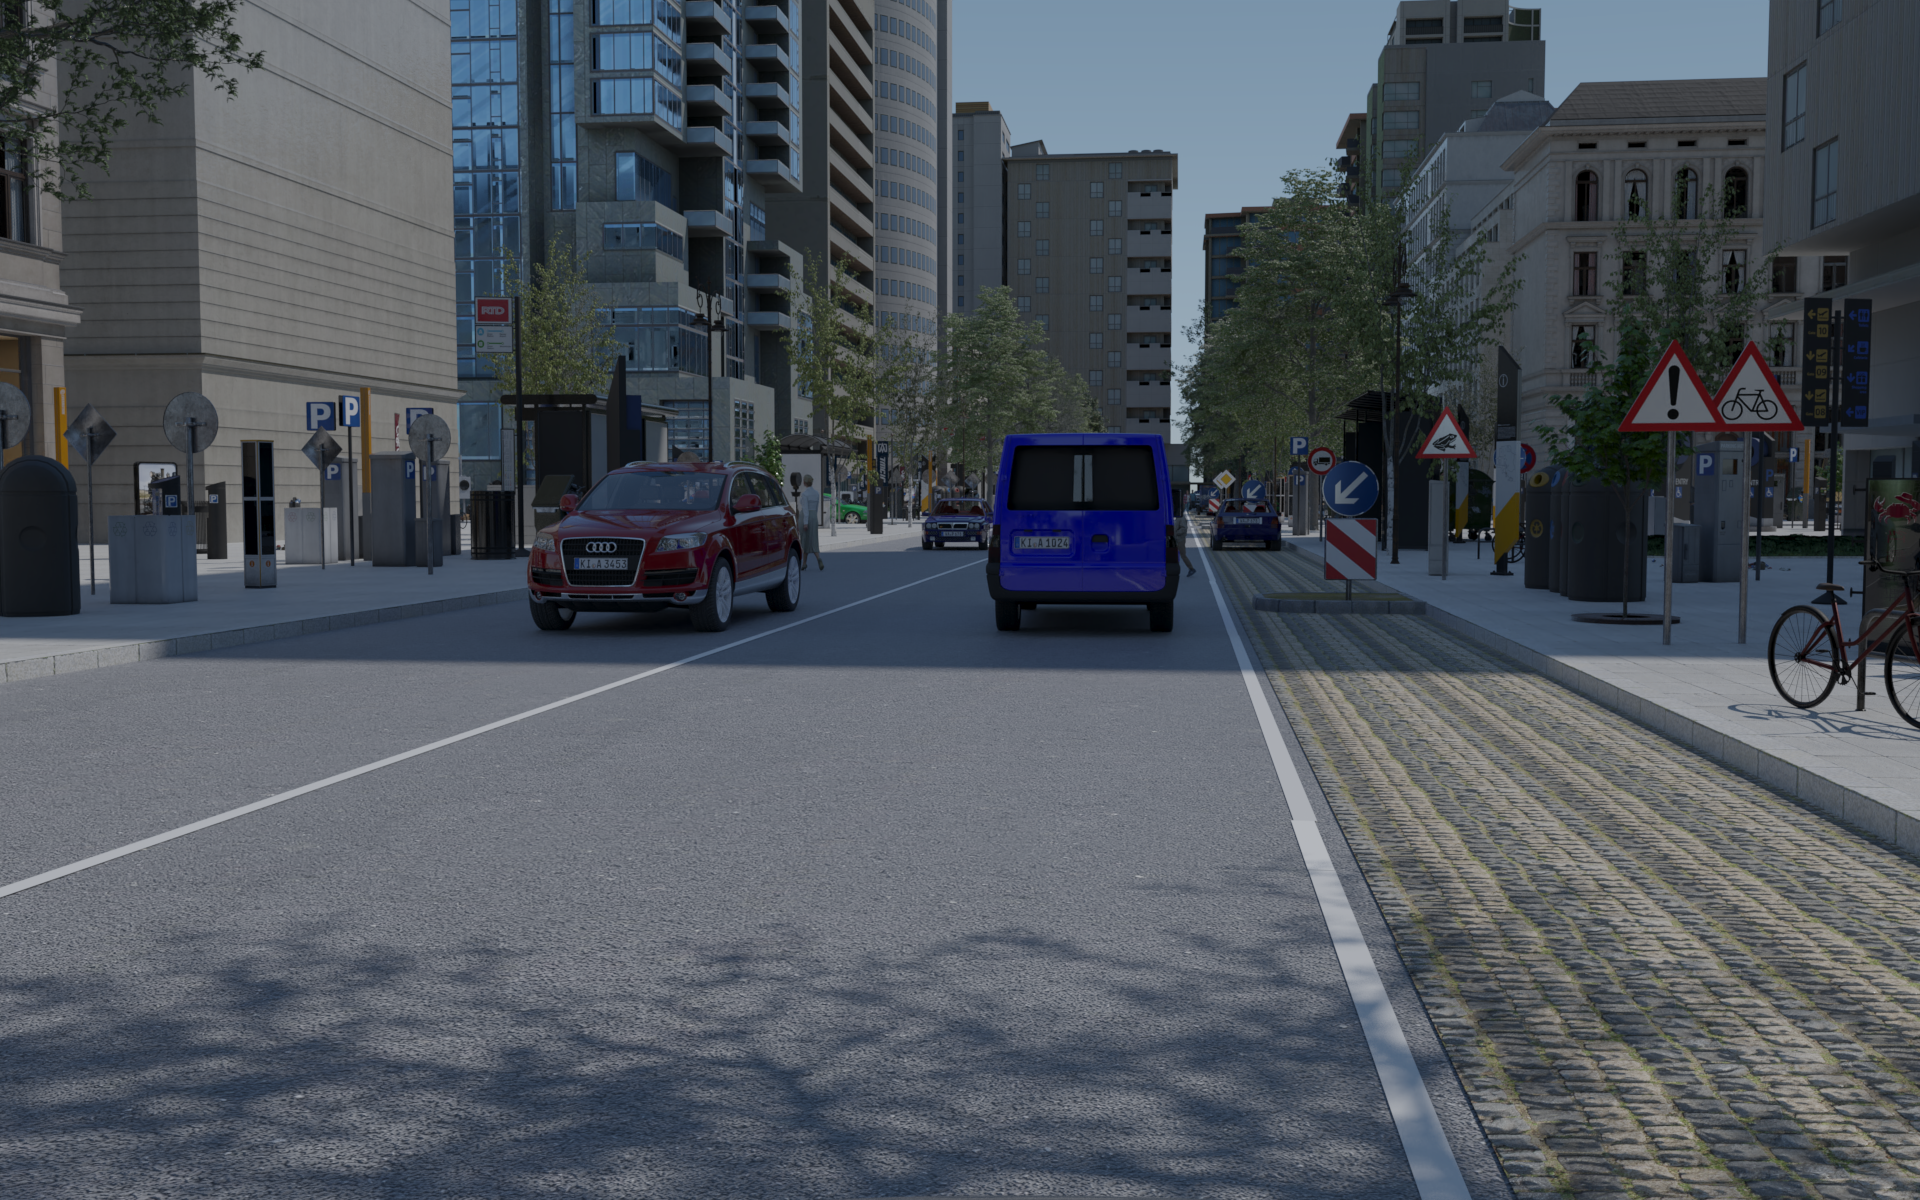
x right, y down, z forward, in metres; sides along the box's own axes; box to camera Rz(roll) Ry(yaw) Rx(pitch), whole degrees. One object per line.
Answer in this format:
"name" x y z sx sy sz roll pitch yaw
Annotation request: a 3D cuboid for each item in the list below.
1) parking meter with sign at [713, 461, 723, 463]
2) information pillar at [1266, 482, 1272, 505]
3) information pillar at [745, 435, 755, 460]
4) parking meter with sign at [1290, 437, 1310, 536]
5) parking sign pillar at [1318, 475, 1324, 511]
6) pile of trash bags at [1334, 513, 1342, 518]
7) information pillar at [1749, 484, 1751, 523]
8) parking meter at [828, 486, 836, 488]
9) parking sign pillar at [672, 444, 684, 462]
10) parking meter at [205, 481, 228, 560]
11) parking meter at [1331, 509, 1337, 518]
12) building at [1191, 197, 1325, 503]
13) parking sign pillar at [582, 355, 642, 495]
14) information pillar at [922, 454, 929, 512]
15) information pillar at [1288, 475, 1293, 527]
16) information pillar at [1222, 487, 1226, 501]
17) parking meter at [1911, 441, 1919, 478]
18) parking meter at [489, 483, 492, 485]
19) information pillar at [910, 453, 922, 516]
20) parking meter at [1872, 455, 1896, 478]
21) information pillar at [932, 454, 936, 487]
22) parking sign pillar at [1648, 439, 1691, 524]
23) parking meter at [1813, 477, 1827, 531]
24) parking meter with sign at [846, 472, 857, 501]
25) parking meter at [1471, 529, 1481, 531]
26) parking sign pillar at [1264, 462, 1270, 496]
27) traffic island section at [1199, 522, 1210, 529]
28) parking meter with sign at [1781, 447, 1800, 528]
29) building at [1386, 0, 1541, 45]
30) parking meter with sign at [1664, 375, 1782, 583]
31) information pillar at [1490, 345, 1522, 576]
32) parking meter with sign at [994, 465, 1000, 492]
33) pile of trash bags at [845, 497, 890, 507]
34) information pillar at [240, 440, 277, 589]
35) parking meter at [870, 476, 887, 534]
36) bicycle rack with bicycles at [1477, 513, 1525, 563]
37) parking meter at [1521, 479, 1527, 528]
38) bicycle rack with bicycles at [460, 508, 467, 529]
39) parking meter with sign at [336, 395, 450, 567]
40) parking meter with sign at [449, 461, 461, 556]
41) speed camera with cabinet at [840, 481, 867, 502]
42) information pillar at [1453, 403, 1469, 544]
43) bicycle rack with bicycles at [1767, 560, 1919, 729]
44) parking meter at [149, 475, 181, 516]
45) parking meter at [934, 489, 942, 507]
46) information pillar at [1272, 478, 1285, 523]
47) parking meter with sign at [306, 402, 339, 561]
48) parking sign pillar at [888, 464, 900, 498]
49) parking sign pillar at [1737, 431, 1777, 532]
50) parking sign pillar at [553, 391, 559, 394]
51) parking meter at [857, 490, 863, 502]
"parking meter with sign" -12.912 -5.692 89.318 0.543 3.016 1.738 2 4 25
"information pillar" 18.800 -6.155 105.129 0.304 2.012 0.304 -2 4 -34
"information pillar" -8.353 -4.742 68.892 0.504 3.616 0.183 3 5 43
"parking meter with sign" 10.576 -3.510 53.644 0.543 3.016 1.738 1 4 17
"parking sign pillar" 27.282 -8.783 132.078 1.447 3.967 1.447 0 4 2
"pile of trash bags" 14.827 -3.228 62.529 1.912 1.369 3.447 3 4 36
"information pillar" 25.145 -3.122 55.544 0.304 2.012 0.304 1 4 12
"parking meter" -6.348 -4.919 86.143 0.255 1.863 0.399 -3 4 -37
"parking sign pillar" -14.928 -6.450 93.937 1.447 3.967 1.447 -1 4 -16
"parking meter" -14.622 -1.568 34.056 0.372 1.533 0.369 0 3 0
"parking meter" 14.415 -3.545 66.377 0.372 1.533 0.369 0 3 0
"building" 49.099 -36.948 258.715 28.867 44.769 22.147 0 4 7
"parking sign pillar" -6.684 -2.809 34.395 1.447 3.967 1.447 -1 4 -22
"information pillar" -2.016 -6.681 100.588 0.504 3.616 0.183 1 4 17
"information pillar" 12.912 -3.824 67.019 0.304 2.012 0.304 -3 5 -44
"information pillar" 22.486 -8.775 147.964 0.304 2.012 0.304 -2 4 -30
"parking meter" 10.457 -0.797 18.736 0.255 1.863 0.399 1 4 14
"parking meter" -24.110 -5.128 89.551 0.399 1.863 0.255 2 4 35
"information pillar" -2.566 -6.512 97.832 0.504 3.616 0.183 2 4 29
"parking meter" 13.820 -1.237 25.942 0.255 1.863 0.399 3 4 38
"information pillar" -1.620 -6.736 101.486 0.504 3.616 0.183 -3 4 -36
"parking sign pillar" 24.737 -4.453 61.281 1.447 3.967 1.447 -1 4 -18
"parking meter" 29.602 -3.295 59.590 0.255 1.863 0.399 0 4 -2
"parking meter with sign" -8.283 -8.373 133.161 0.543 3.016 1.738 -2 4 -28
"parking meter" 17.045 -2.986 57.235 0.372 1.533 0.369 0 3 0
"parking sign pillar" 20.272 -7.717 114.643 1.447 3.967 1.447 1 4 12
"traffic island section" 11.877 -3.447 78.640 2.009 0.180 2.903 0 4 7
"parking meter with sign" 30.434 -4.198 64.903 1.738 3.016 0.543 0 4 -3
"building" 73.512 -49.879 253.775 20.611 71.187 20.563 0 4 7
"parking meter with sign" 11.074 -1.772 25.240 1.738 3.016 0.543 -2 4 -25
"information pillar" 8.588 -2.190 27.166 0.183 3.616 0.504 -1 4 -22
"parking meter with sign" 2.311 -6.610 104.331 0.543 3.016 1.738 0 4 3
"pile of trash bags" -5.852 -6.005 107.939 3.447 1.369 1.912 3 5 43
"information pillar" -9.534 -1.166 23.551 0.304 2.012 0.304 1 4 23
"parking meter" -2.654 -3.032 55.282 0.399 1.863 0.255 -2 4 -29
"bicycle rack with bicycles" 11.326 -1.211 33.182 2.925 0.926 2.852 0 4 -3
"parking meter" 20.102 -3.450 62.122 0.399 1.863 0.255 1 4 22
"bicycle rack with bicycles" -19.851 -3.089 63.888 2.852 0.926 2.925 -3 5 -40
"parking meter with sign" -10.020 -2.101 30.610 1.738 3.016 0.543 1 4 12
"parking meter with sign" -10.828 -2.418 35.800 0.543 3.016 1.738 0 4 4
"speed camera with cabinet" -7.314 -7.598 118.562 2.038 3.252 0.660 -1 4 -16
"information pillar" 13.043 -3.280 44.985 0.504 3.616 0.183 -3 5 -44
"bicycle rack with bicycles" 6.190 0.251 9.277 2.852 0.926 2.925 0 4 -5
"parking meter" -10.587 -0.899 23.108 0.372 1.533 0.369 0 3 0
"parking meter" -1.023 -4.392 80.212 0.372 1.533 0.369 0 3 0
"information pillar" 14.327 -4.469 77.562 0.304 2.012 0.304 -3 5 -44
"parking meter with sign" -11.991 -2.284 33.606 0.543 3.016 1.738 0 4 5
"parking sign pillar" -6.055 -10.229 155.708 1.447 3.967 1.447 1 4 18
"parking sign pillar" 27.192 -4.329 59.244 1.447 3.967 1.447 -1 4 -21
"parking sign pillar" -10.551 -3.439 44.702 1.447 3.967 1.447 -1 4 -11
"parking meter" -6.381 -6.256 110.688 0.372 1.533 0.369 0 3 0
